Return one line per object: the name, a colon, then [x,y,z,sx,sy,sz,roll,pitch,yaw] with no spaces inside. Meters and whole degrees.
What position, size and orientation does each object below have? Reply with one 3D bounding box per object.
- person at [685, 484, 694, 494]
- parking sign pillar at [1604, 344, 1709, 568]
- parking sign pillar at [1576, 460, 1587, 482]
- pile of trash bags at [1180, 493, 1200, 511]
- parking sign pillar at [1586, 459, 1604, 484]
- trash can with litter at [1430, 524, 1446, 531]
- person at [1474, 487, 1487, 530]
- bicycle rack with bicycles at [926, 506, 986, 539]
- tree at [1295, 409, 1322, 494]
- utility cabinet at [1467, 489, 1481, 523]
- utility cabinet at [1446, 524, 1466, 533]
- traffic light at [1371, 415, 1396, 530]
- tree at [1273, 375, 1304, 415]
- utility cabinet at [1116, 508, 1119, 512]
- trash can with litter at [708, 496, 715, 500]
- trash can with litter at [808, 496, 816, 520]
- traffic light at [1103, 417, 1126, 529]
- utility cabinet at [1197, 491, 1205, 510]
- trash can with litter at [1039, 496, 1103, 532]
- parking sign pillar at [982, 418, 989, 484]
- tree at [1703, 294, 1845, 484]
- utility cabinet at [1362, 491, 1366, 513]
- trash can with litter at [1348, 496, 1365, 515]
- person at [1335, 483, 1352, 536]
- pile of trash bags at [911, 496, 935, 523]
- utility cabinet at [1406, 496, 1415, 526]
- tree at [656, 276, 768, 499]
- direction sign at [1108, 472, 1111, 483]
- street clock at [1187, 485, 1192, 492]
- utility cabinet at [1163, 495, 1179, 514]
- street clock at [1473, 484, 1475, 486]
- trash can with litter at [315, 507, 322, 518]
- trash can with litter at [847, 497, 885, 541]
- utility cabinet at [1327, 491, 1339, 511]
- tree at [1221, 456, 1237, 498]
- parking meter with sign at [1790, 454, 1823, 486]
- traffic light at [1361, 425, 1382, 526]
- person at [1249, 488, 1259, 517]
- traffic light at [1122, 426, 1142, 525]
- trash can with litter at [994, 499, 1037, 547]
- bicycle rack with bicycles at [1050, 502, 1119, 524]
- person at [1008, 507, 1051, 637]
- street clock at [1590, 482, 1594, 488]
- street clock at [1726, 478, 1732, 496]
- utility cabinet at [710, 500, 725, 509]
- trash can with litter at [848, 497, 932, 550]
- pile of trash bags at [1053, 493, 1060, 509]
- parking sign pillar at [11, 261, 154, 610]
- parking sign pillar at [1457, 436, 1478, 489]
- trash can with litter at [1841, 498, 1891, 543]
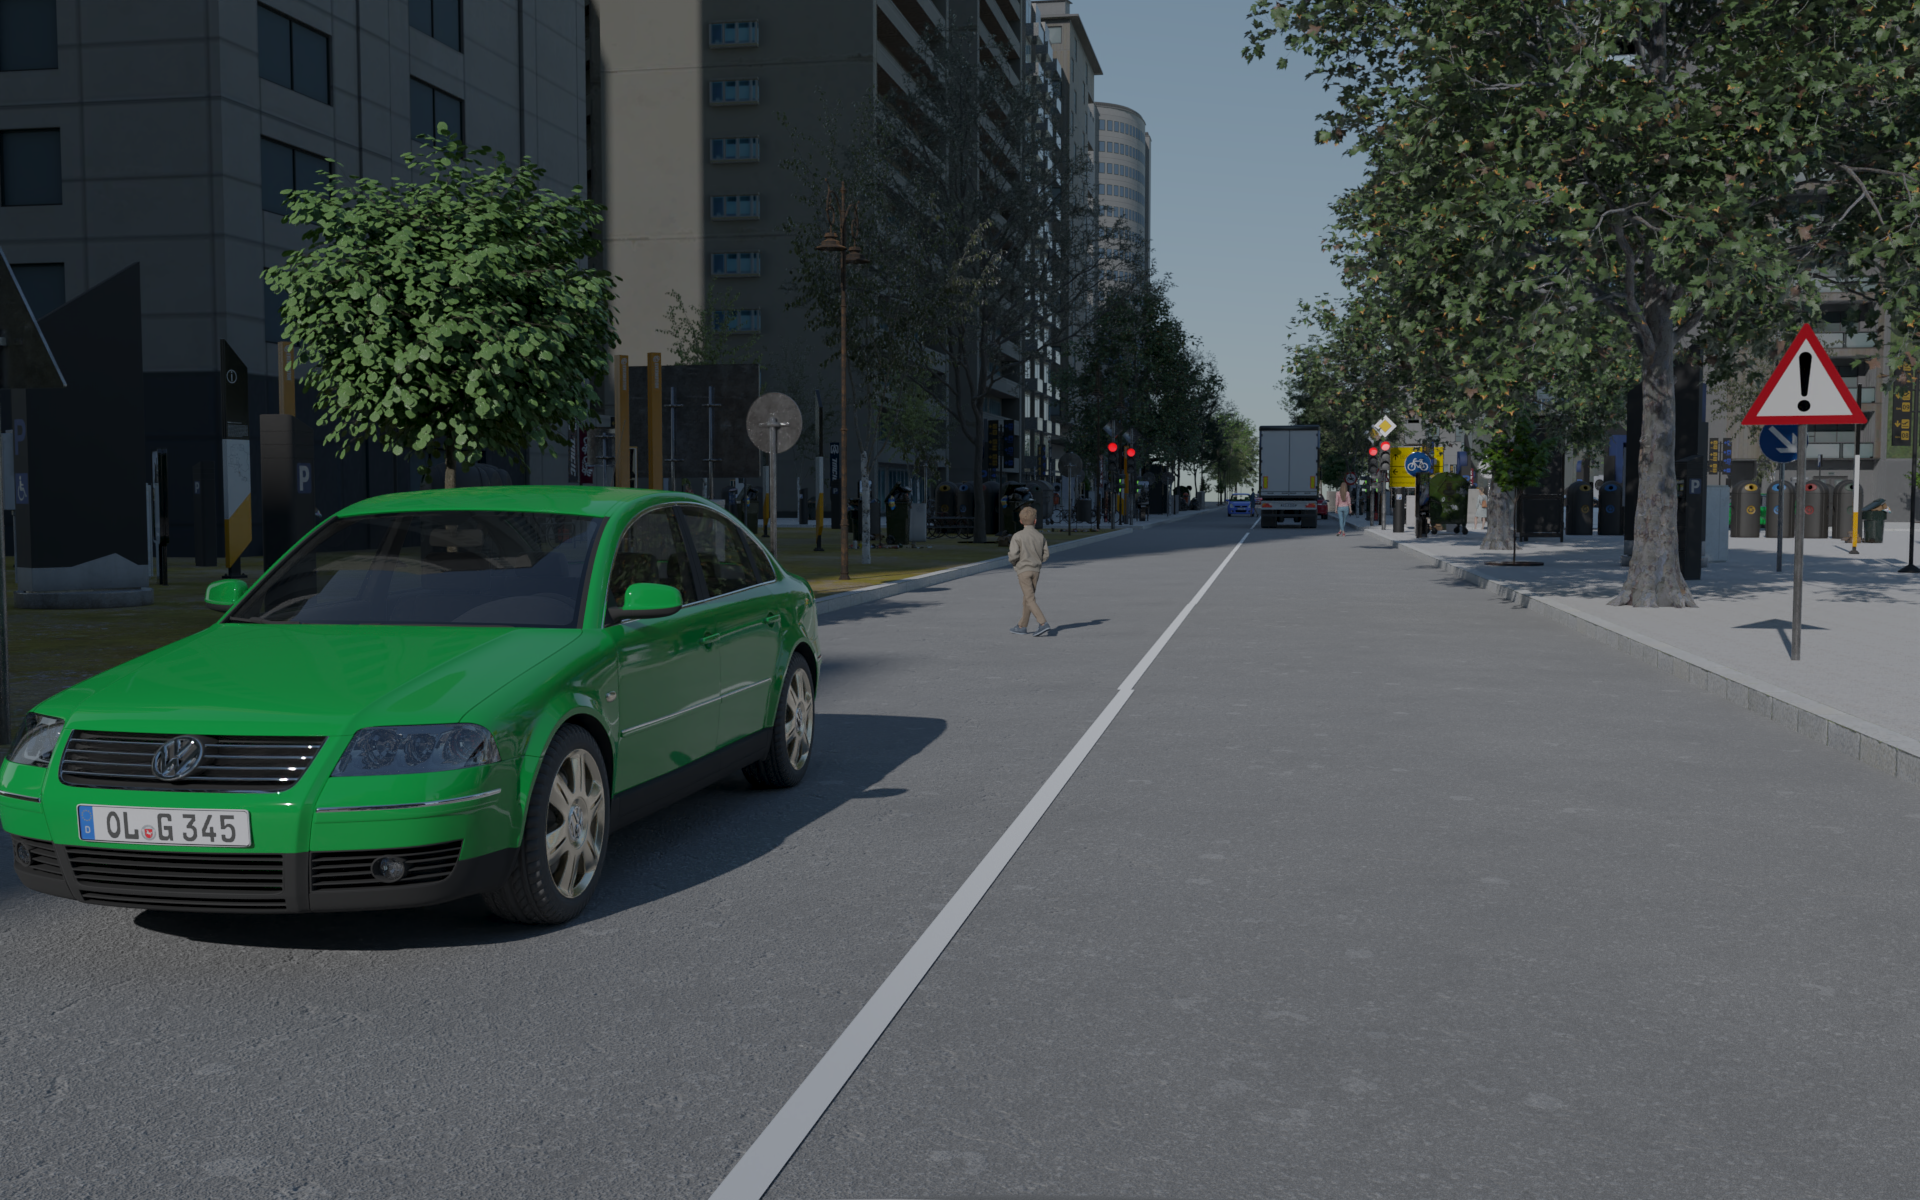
person: [-11.083,-3.815,70.851,0.573,1.828,0.580,-2,4,-35]
parking sign pillar: [12.474,-2.575,30.580,1.447,3.967,1.447,-3,5,-43]
parking sign pillar: [35.694,-6.776,99.254,1.447,3.967,1.447,2,4,35]
pile of trash bags: [17.850,-7.742,136.326,1.912,1.369,3.447,0,4,3]
parking sign pillar: [21.862,-4.203,57.186,1.447,3.967,1.447,-2,4,-29]
trash can with litter: [16.985,-3.022,60.803,1.055,1.170,0.624,-2,4,-32]
person: [19.798,-3.442,65.777,0.512,1.701,0.522,-2,4,-25]
bicycle rack with bicycles: [-0.573,-2.221,49.699,2.925,0.926,2.852,-1,4,-15]
tree: [40.806,-16.537,196.129,9.928,11.665,9.643,0,3,0]
utility cabinet: [22.198,-4.088,75.521,1.173,1.500,0.318,-2,4,-25]
utility cabinet: [16.669,-2.873,58.138,0.306,1.237,1.020,0,4,-7]
traffic light: [15.078,-4.446,61.610,0.839,4.253,0.868,1,4,10]
tree: [51.952,-24.161,250.918,12.611,20.169,13.585,0,3,0]
utility cabinet: [11.516,-6.855,120.752,1.173,1.500,0.318,0,4,-1]
trash can with litter: [-11.857,-4.268,80.841,1.678,1.210,2.233,1,4,20]
trash can with litter: [-7.343,-4.463,84.353,0.624,1.170,1.055,3,5,41]
traffic light: [5.622,-4.551,63.328,0.839,4.253,0.868,1,4,10]
utility cabinet: [19.751,-8.155,142.012,0.318,1.500,1.173,-1,4,-11]
trash can with litter: [3.822,-2.925,58.880,2.233,1.210,1.678,0,4,4]
parking sign pillar: [0.783,-4.446,61.163,1.447,3.967,1.447,0,4,-1]
tree: [25.481,-6.381,54.698,4.360,8.622,3.978,0,3,0]
utility cabinet: [29.707,-7.416,129.930,1.173,1.500,0.318,-1,4,-18]
trash can with litter: [23.866,-5.688,104.384,1.055,1.170,0.624,-1,4,-8]
person: [12.964,-3.059,58.529,0.555,1.821,0.388,0,4,-2]
pile of trash bags: [-1.711,-4.074,76.368,1.912,1.369,3.447,-3,5,-41]
utility cabinet: [18.554,-3.593,69.903,1.020,1.237,0.306,1,4,22]
tree: [-8.699,-6.685,59.661,4.737,8.622,4.395,0,3,0]
direction sign: [10.784,-7.996,122.729,0.379,3.537,0.876,-2,4,-34]
street clock: [19.039,-8.527,143.979,0.471,2.002,0.358,3,4,37]
utility cabinet: [13.849,-6.278,113.814,1.020,1.237,0.306,0,4,0]
street clock: [35.845,-7.143,121.361,0.358,2.002,0.471,-3,5,-43]
trash can with litter: [-13.839,-1.504,35.977,0.624,1.170,1.055,1,4,23]
trash can with litter: [-2.597,-2.227,47.798,0.624,1.170,1.055,3,5,40]
utility cabinet: [27.545,-7.268,127.508,1.173,1.500,0.318,-2,4,-28]
tree: [42.550,-19.755,273.352,4.737,8.622,4.395,0,3,0]
parking meter with sign: [36.996,-4.900,76.382,1.738,3.016,0.543,1,4,16]
traffic light: [16.524,-4.926,69.463,0.839,4.253,0.868,1,4,10]
person: [18.036,-5.989,106.449,0.654,1.822,0.581,3,5,41]
traffic light: [7.068,-5.031,71.181,0.839,4.253,0.868,1,4,10]
trash can with litter: [1.342,-1.883,42.180,1.055,1.170,0.624,2,4,26]
bicycle rack with bicycles: [5.297,-3.789,75.327,2.925,0.926,2.852,1,4,18]
person: [0.684,-0.289,17.502,0.475,1.303,0.640,-3,5,-44]
street clock: [36.697,-5.893,100.924,0.471,2.002,0.358,-2,4,-30]
street clock: [35.023,-4.551,78.984,0.358,2.002,0.471,2,4,24]
utility cabinet: [-3.197,-0.522,19.691,1.020,1.237,0.306,1,4,16]
trash can with litter: [-1.734,-1.823,40.869,2.233,1.210,1.678,-1,4,-9]
pile of trash bags: [6.133,-7.754,136.523,3.447,1.369,1.912,0,4,-1]
parking sign pillar: [-10.069,-1.917,19.811,1.447,3.967,1.447,3,5,41]
parking sign pillar: [22.791,-5.495,78.314,1.447,3.967,1.447,1,4,8]
trash can with litter: [23.629,-2.066,45.173,1.055,1.170,0.624,0,4,0]
